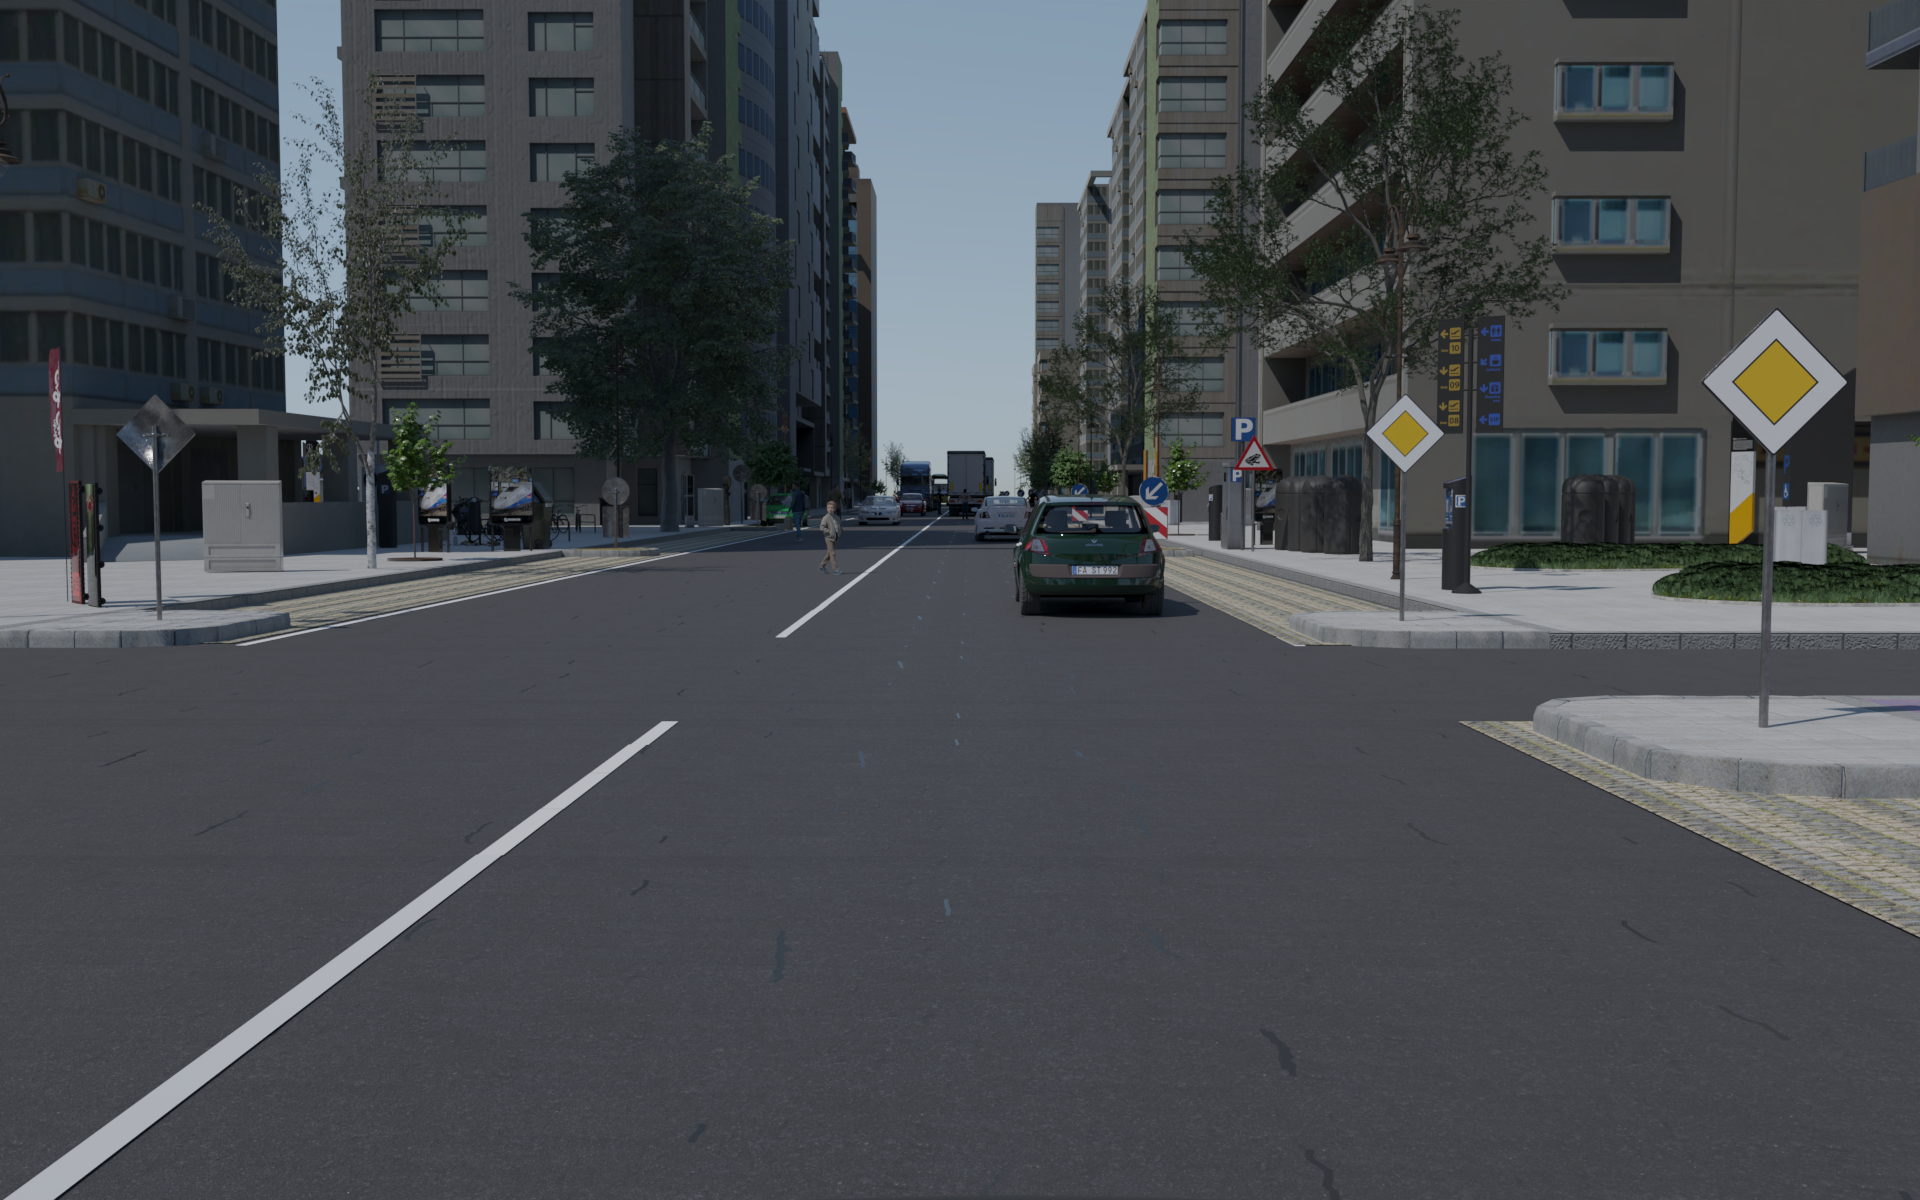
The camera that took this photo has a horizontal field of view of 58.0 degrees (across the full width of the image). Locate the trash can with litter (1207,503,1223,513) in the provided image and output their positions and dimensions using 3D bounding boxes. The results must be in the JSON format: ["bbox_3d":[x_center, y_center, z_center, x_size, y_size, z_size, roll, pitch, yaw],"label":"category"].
[{"bbox_3d":[9.571,-3.173,63.271,1.055,1.170,0.624,0,4,-1],"label":"trash can with litter"}]

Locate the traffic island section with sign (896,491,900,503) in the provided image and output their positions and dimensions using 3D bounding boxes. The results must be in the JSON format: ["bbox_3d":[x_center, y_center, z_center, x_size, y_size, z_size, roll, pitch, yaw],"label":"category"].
[{"bbox_3d":[-7.007,-11.717,200.204,1.989,1.847,2.006,0,4,0],"label":"traffic island section with sign"}]

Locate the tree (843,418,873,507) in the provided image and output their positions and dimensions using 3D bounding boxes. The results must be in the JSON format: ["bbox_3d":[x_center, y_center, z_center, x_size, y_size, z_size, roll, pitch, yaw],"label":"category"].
[{"bbox_3d":[-10.338,-13.286,167.593,4.360,8.622,3.978,0,3,0],"label":"tree"}]

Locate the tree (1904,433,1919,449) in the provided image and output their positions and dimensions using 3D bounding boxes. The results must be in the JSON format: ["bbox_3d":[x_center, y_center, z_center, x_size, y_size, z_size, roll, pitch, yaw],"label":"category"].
[{"bbox_3d":[14.841,-1.865,25.087,1.663,3.219,1.824,0,3,0],"label":"tree"}]

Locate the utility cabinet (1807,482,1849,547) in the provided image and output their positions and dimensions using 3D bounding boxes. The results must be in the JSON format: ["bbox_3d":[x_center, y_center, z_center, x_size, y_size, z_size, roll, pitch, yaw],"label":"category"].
[{"bbox_3d":[16.455,-1.477,32.836,1.173,1.500,0.318,-3,5,-42],"label":"utility cabinet"}]

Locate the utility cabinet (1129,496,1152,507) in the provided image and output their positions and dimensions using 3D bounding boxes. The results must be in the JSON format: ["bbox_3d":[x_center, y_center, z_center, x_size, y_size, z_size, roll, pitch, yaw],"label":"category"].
[{"bbox_3d":[6.713,-3.230,63.975,1.020,1.237,0.306,3,5,43],"label":"utility cabinet"}]

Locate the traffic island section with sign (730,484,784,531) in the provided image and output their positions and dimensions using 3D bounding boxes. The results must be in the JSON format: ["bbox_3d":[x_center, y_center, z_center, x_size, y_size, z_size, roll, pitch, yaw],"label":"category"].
[{"bbox_3d":[-7.851,-3.598,67.461,1.989,1.847,2.006,0,4,0],"label":"traffic island section with sign"}]

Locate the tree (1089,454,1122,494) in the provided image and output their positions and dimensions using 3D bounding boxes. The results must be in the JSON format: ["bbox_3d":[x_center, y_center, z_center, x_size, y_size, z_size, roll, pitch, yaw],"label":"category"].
[{"bbox_3d":[7.026,-5.494,84.422,1.663,3.219,1.824,0,3,0],"label":"tree"}]

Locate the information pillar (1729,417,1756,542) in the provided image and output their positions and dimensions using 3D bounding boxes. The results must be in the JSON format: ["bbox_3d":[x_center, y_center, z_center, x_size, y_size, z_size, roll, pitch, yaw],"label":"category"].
[{"bbox_3d":[15.362,-2.608,33.990,0.183,3.616,0.504,-2,4,-32],"label":"information pillar"}]

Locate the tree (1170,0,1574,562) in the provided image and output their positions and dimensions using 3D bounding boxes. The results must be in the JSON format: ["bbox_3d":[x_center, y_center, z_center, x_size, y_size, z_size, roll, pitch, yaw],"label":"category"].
[{"bbox_3d":[7.479,-5.994,32.416,8.767,10.594,7.601,3,5,42],"label":"tree"}]

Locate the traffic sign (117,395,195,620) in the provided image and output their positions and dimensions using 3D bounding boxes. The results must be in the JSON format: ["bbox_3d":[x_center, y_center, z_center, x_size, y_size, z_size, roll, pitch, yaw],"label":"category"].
[{"bbox_3d":[-8.131,-0.850,17.540,0.795,2.450,0.064,0,4,0],"label":"traffic sign"}]

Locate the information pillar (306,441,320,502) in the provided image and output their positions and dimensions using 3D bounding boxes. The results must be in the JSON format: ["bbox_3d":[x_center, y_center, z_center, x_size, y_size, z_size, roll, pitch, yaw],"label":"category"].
[{"bbox_3d":[-24.319,-4.509,65.081,0.504,3.616,0.183,-1,4,-11],"label":"information pillar"}]

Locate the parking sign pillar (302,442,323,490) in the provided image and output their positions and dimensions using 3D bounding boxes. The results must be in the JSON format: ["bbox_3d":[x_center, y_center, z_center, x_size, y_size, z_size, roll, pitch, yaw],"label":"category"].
[{"bbox_3d":[-33.211,-6.159,89.179,1.447,3.967,1.447,0,4,2],"label":"parking sign pillar"}]

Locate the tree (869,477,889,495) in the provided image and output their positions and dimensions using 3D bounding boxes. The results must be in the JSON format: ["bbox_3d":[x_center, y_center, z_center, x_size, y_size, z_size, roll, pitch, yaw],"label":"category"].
[{"bbox_3d":[-9.438,-12.154,193.317,1.663,3.219,1.824,0,3,0],"label":"tree"}]

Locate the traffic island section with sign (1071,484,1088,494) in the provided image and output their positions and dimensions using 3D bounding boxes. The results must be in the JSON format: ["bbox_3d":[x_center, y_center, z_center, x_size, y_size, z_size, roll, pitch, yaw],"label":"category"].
[{"bbox_3d":[4.479,-3.576,67.090,1.989,1.847,2.006,0,4,0],"label":"traffic island section with sign"}]

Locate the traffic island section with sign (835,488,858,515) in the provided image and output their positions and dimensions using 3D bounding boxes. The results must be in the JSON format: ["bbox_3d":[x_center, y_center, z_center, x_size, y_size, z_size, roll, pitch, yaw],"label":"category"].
[{"bbox_3d":[-7.530,-6.640,117.199,1.989,1.847,2.006,0,4,0],"label":"traffic island section with sign"}]

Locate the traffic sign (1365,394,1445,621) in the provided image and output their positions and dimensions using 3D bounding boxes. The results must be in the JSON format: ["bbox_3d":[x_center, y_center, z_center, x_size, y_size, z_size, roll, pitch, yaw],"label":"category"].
[{"bbox_3d":[4.462,-0.844,17.440,0.795,2.450,0.064,0,4,0],"label":"traffic sign"}]

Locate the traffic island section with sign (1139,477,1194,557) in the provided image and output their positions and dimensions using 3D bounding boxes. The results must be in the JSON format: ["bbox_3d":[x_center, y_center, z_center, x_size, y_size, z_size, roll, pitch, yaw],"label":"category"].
[{"bbox_3d":[4.305,-1.927,40.135,1.989,1.847,2.006,0,4,0],"label":"traffic island section with sign"}]

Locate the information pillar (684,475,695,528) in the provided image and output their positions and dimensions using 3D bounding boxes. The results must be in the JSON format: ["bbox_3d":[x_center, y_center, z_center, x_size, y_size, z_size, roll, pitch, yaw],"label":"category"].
[{"bbox_3d":[-10.325,-3.767,66.083,0.304,2.012,0.304,-2,4,-26],"label":"information pillar"}]

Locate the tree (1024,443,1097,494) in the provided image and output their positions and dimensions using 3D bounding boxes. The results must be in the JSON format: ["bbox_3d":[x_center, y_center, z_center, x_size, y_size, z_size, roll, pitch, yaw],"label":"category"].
[{"bbox_3d":[7.150,-7.813,111.456,4.285,4.588,4.351,0,3,0],"label":"tree"}]

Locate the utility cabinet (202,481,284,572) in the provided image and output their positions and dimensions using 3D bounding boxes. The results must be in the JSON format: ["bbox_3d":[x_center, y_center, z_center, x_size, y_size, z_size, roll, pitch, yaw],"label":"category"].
[{"bbox_3d":[-11.749,-1.205,28.385,1.173,1.500,0.318,-1,4,-14],"label":"utility cabinet"}]

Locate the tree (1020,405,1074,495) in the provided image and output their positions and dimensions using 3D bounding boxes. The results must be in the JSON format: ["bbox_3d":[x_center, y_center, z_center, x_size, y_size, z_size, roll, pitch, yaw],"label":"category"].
[{"bbox_3d":[7.282,-11.571,139.544,4.737,8.622,4.395,0,3,0],"label":"tree"}]

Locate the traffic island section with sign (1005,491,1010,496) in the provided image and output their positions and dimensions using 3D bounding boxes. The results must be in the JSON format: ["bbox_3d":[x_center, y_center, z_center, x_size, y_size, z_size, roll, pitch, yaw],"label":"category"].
[{"bbox_3d":[4.953,-8.312,144.528,1.989,1.847,2.006,0,4,0],"label":"traffic island section with sign"}]

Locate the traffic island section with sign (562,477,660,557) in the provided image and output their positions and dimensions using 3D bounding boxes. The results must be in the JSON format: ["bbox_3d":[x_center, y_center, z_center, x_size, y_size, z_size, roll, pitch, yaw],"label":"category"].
[{"bbox_3d":[-8.017,-1.924,40.088,1.989,1.847,2.006,0,4,0],"label":"traffic island section with sign"}]

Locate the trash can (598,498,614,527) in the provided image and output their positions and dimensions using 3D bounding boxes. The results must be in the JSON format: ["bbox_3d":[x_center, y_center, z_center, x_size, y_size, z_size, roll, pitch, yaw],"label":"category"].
[{"bbox_3d":[-13.786,-3.430,67.741,0.748,1.137,0.748,0,3,0],"label":"trash can"}]

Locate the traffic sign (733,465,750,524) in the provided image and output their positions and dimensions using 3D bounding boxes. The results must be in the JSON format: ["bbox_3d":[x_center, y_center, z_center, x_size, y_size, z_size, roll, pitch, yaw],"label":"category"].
[{"bbox_3d":[-9.475,-4.590,75.160,0.768,2.556,0.104,0,4,1],"label":"traffic sign"}]

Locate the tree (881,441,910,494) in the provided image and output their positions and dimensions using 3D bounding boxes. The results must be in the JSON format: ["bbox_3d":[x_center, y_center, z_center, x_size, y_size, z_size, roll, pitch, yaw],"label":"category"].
[{"bbox_3d":[-8.892,-18.321,249.905,4.737,8.622,4.395,0,3,0],"label":"tree"}]

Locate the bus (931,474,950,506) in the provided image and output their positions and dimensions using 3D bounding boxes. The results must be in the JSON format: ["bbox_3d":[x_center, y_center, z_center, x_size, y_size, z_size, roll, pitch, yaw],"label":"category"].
[{"bbox_3d":[-2.363,-13.449,211.435,2.896,3.916,12.252,0,4,2],"label":"bus"}]

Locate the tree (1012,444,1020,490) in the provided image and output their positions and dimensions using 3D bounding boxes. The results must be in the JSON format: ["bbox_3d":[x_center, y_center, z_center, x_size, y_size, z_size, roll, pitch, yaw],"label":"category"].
[{"bbox_3d":[7.500,-14.144,181.623,4.737,8.622,4.395,0,3,0],"label":"tree"}]

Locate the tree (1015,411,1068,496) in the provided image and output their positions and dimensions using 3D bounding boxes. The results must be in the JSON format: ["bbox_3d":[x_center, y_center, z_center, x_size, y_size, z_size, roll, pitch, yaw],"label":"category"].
[{"bbox_3d":[7.153,-12.128,148.647,4.360,8.622,3.978,0,3,0],"label":"tree"}]

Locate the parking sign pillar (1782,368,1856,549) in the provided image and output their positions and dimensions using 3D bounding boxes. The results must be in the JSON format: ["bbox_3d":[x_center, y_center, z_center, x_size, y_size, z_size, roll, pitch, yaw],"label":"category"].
[{"bbox_3d":[18.434,-2.980,37.194,1.447,3.967,1.447,0,4,7],"label":"parking sign pillar"}]

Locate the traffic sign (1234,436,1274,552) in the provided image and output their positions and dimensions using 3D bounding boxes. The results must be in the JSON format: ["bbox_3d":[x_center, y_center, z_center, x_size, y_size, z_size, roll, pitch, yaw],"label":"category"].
[{"bbox_3d":[6.530,-2.358,38.560,0.884,2.594,0.081,0,4,1],"label":"traffic sign"}]

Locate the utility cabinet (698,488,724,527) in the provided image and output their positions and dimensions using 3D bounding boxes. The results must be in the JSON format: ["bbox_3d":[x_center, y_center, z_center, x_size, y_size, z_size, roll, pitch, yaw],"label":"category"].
[{"bbox_3d":[-9.732,-3.610,67.695,0.318,1.500,1.173,2,4,34],"label":"utility cabinet"}]

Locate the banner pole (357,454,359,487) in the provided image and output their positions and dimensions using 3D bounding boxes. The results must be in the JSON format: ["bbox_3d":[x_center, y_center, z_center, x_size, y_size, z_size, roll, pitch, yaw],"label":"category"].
[{"bbox_3d":[-26.371,-5.253,75.905,0.401,3.779,0.863,-3,5,-42],"label":"banner pole"}]

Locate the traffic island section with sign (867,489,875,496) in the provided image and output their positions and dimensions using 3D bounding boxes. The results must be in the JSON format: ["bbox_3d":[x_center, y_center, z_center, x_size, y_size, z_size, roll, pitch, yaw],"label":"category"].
[{"bbox_3d":[-7.356,-8.317,144.615,1.989,1.847,2.006,0,4,0],"label":"traffic island section with sign"}]

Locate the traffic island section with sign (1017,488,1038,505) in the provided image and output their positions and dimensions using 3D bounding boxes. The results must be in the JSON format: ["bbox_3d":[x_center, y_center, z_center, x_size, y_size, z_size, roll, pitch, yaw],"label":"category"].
[{"bbox_3d":[4.786,-6.630,117.025,1.989,1.847,2.006,0,4,0],"label":"traffic island section with sign"}]

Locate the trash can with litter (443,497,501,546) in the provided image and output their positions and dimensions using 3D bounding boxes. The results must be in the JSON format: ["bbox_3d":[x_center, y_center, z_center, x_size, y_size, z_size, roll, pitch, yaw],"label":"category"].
[{"bbox_3d":[-11.959,-1.955,43.027,1.678,1.210,2.233,-3,5,-45],"label":"trash can with litter"}]

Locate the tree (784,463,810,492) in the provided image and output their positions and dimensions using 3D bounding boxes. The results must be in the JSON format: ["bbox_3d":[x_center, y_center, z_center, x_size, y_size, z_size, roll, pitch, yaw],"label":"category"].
[{"bbox_3d":[-9.893,-6.786,105.550,1.663,3.219,1.824,0,3,0],"label":"tree"}]

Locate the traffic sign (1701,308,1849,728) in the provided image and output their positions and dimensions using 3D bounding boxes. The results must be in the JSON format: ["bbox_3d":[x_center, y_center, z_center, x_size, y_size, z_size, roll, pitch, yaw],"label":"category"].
[{"bbox_3d":[4.412,-0.355,9.455,0.795,2.450,0.064,0,4,0],"label":"traffic sign"}]

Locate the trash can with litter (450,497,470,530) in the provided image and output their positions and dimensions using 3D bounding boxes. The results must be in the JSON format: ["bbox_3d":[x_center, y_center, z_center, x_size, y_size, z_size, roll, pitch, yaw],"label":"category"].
[{"bbox_3d":[-18.046,-3.097,62.025,1.055,1.170,0.624,1,4,19],"label":"trash can with litter"}]

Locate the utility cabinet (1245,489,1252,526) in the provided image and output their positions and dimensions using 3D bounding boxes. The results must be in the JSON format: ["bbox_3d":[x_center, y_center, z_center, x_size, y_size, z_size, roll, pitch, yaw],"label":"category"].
[{"bbox_3d":[11.284,-3.689,68.986,0.318,1.500,1.173,3,4,37],"label":"utility cabinet"}]

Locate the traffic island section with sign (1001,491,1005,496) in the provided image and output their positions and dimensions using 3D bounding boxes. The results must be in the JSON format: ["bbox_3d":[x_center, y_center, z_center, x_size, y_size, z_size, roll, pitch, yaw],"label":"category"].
[{"bbox_3d":[5.488,-13.358,227.031,1.989,1.847,2.006,0,4,0],"label":"traffic island section with sign"}]
